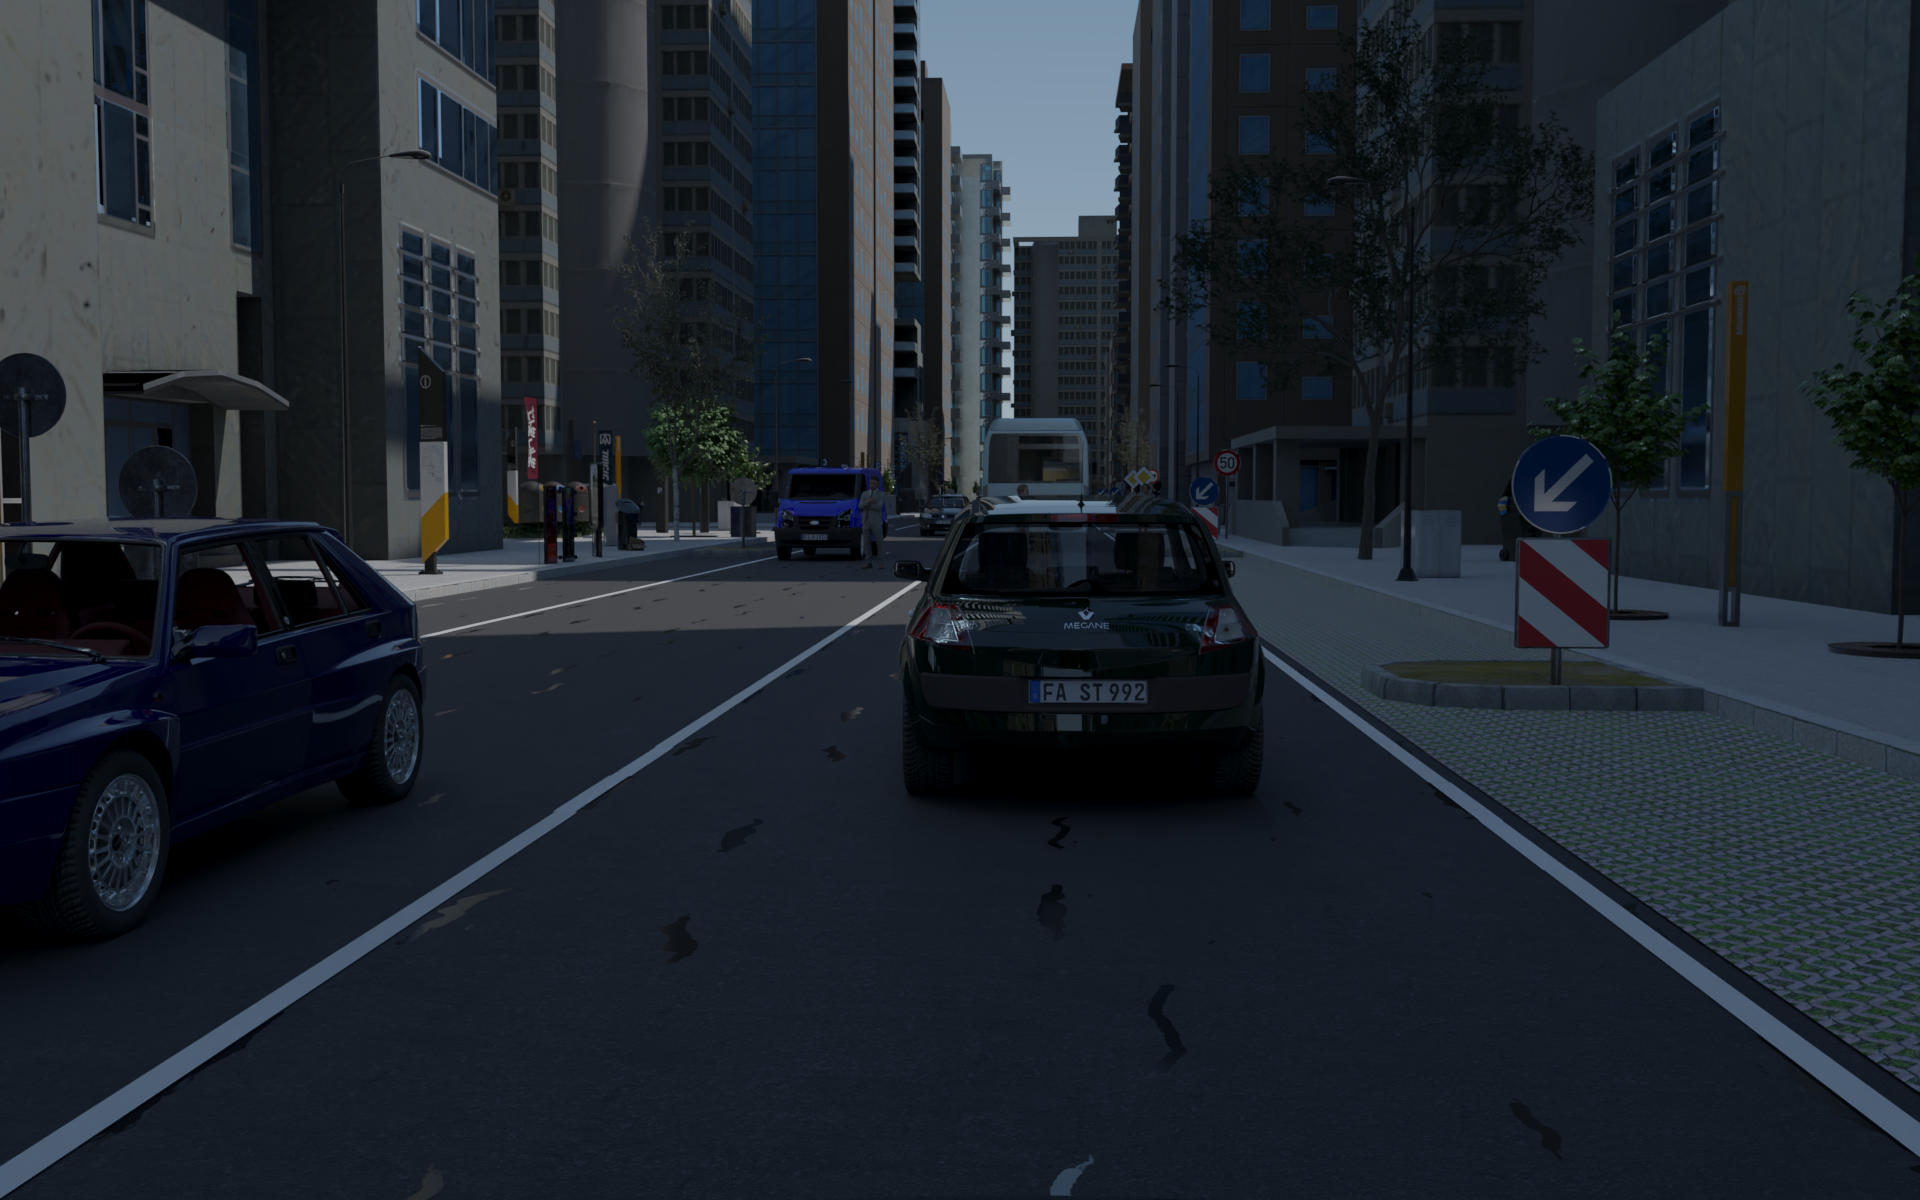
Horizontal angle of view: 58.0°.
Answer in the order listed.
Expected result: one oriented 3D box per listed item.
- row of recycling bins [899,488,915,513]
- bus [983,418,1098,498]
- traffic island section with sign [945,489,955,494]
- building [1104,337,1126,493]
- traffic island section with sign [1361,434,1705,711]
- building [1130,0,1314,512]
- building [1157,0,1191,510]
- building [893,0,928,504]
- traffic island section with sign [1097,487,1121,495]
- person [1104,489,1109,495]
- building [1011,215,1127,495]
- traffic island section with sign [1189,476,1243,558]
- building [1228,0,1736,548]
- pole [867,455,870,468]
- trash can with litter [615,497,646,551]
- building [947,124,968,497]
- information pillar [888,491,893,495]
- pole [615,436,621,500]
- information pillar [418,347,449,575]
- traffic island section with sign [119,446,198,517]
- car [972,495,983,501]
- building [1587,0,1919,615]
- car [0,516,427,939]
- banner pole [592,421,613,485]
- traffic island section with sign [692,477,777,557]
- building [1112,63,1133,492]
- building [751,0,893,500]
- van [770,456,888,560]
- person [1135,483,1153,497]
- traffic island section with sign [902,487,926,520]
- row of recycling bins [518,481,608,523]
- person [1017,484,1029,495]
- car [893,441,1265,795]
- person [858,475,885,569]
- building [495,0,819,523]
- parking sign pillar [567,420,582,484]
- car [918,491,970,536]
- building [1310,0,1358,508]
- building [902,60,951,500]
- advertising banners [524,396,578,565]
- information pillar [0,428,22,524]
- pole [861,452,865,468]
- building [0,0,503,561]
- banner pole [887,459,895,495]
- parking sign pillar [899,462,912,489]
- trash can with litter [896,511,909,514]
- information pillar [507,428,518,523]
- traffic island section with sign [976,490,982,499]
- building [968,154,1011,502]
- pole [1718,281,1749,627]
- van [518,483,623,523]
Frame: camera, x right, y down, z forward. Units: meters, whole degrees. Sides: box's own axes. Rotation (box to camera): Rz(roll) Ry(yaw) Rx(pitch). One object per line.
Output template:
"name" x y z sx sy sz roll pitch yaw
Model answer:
"row of recycling bins" -3.824 -7.027 122.007 1.069 1.692 3.534 0 4 7
"bus" 2.370 -3.287 48.607 2.948 3.499 13.247 0 4 5
"traffic island section with sign" -0.655 -6.998 123.053 1.989 1.847 2.006 0 4 3
"building" 31.324 -21.993 204.623 27.650 21.520 28.899 0 4 3
"traffic island section with sign" 3.951 -0.227 12.345 1.989 1.847 2.006 0 4 3
"building" 22.384 -30.752 152.900 14.600 45.320 14.200 0 4 3
"building" 21.986 -34.063 98.921 21.231 58.520 28.212 0 4 3
"building" -13.747 -51.833 160.135 22.319 86.520 31.000 0 4 3
"traffic island section with sign" 8.385 -5.292 95.159 1.989 1.847 2.006 0 4 3
"person" 9.562 -6.258 111.168 0.716 1.782 0.532 1 4 16
"building" 19.278 -33.786 244.289 23.993 40.220 32.217 0 4 3
"traffic island section with sign" 5.427 -1.903 39.736 1.989 1.847 2.006 0 4 3
"building" 24.364 -21.742 47.370 32.217 40.220 23.993 0 4 3
"pole" -4.761 -5.872 89.852 0.158 3.312 0.155 0 3 0
"trash can with litter" -7.450 -1.718 39.482 0.624 1.170 1.055 -2 4 -34
"building" -15.163 -36.103 209.888 30.456 49.044 23.786 0 4 3
"information pillar" -5.094 -7.458 126.433 0.304 2.012 0.304 3 5 39
"pole" -12.057 -4.115 61.120 0.158 3.312 0.155 0 3 0
"information pillar" -8.375 -2.212 27.518 0.504 3.616 0.183 1 4 22
"traffic island section with sign" -6.527 -0.299 13.515 1.989 1.847 2.006 0 4 3
"car" 1.905 -6.792 123.044 2.014 1.417 4.499 0 4 4
"building" 20.739 -42.658 10.129 22.319 86.520 31.000 0 4 3
"car" -3.506 0.352 6.831 1.945 1.354 3.894 0 4 2
"banner pole" -12.344 -4.255 59.587 0.863 3.779 0.401 0 4 3
"traffic island section with sign" -5.085 -1.945 40.432 1.989 1.847 2.006 0 4 3
"building" 26.744 -31.820 174.881 22.147 44.769 28.867 0 4 3
"building" -12.600 -29.503 132.488 14.600 45.320 14.200 0 4 3
"van" -2.886 -2.133 39.266 2.240 2.365 5.245 0 4 4
"person" 5.797 -2.836 55.219 0.716 1.782 0.532 0 4 7
"traffic island section with sign" -2.137 -5.321 95.628 1.989 1.847 2.006 0 4 3
"row of recycling bins" -13.045 -3.059 57.136 1.069 1.692 3.534 3 4 39
"person" 1.069 -1.189 29.751 0.330 1.601 0.589 2 4 27
"car" 0.602 0.008 9.660 2.009 1.686 4.222 0 4 1
"person" -1.693 -1.503 33.259 0.511 1.800 0.466 0 4 7
"building" -23.178 -23.939 83.282 32.217 40.220 23.993 0 4 3
"parking sign pillar" -14.112 -4.579 63.343 1.447 3.967 1.447 -1 4 -17
"car" -0.420 -3.114 60.700 2.009 1.686 4.222 0 4 4
"building" 21.534 -29.262 128.542 14.600 45.320 14.200 0 4 3
"building" -8.306 -32.635 183.693 14.600 45.320 14.200 0 4 3
"advertising banners" -7.538 -2.184 31.889 0.090 3.025 2.074 1 4 12
"information pillar" -9.007 -0.723 16.312 0.304 2.012 0.304 2 4 23
"pole" -4.720 -5.515 84.014 0.158 3.312 0.155 0 3 0
"building" -20.614 -43.431 22.762 22.319 86.520 31.000 0 4 3
"banner pole" -4.958 -8.167 123.541 0.863 3.779 0.401 -3 5 -40
"parking sign pillar" -4.558 -9.518 144.083 1.447 3.967 1.447 2 4 34
"trash can with litter" -4.068 -6.319 114.368 2.233 1.210 1.678 -1 4 -15
"information pillar" -15.848 -4.283 61.382 0.504 3.616 0.183 3 4 37
"traffic island section with sign" 1.976 -10.016 172.389 1.989 1.847 2.006 0 4 3
"building" -8.107 -38.051 241.740 30.456 49.044 23.786 0 4 3
"pole" 7.463 -1.399 16.711 0.158 3.312 0.155 0 3 0
"van" -15.008 -3.639 66.505 4.112 2.044 2.013 0 4 3
